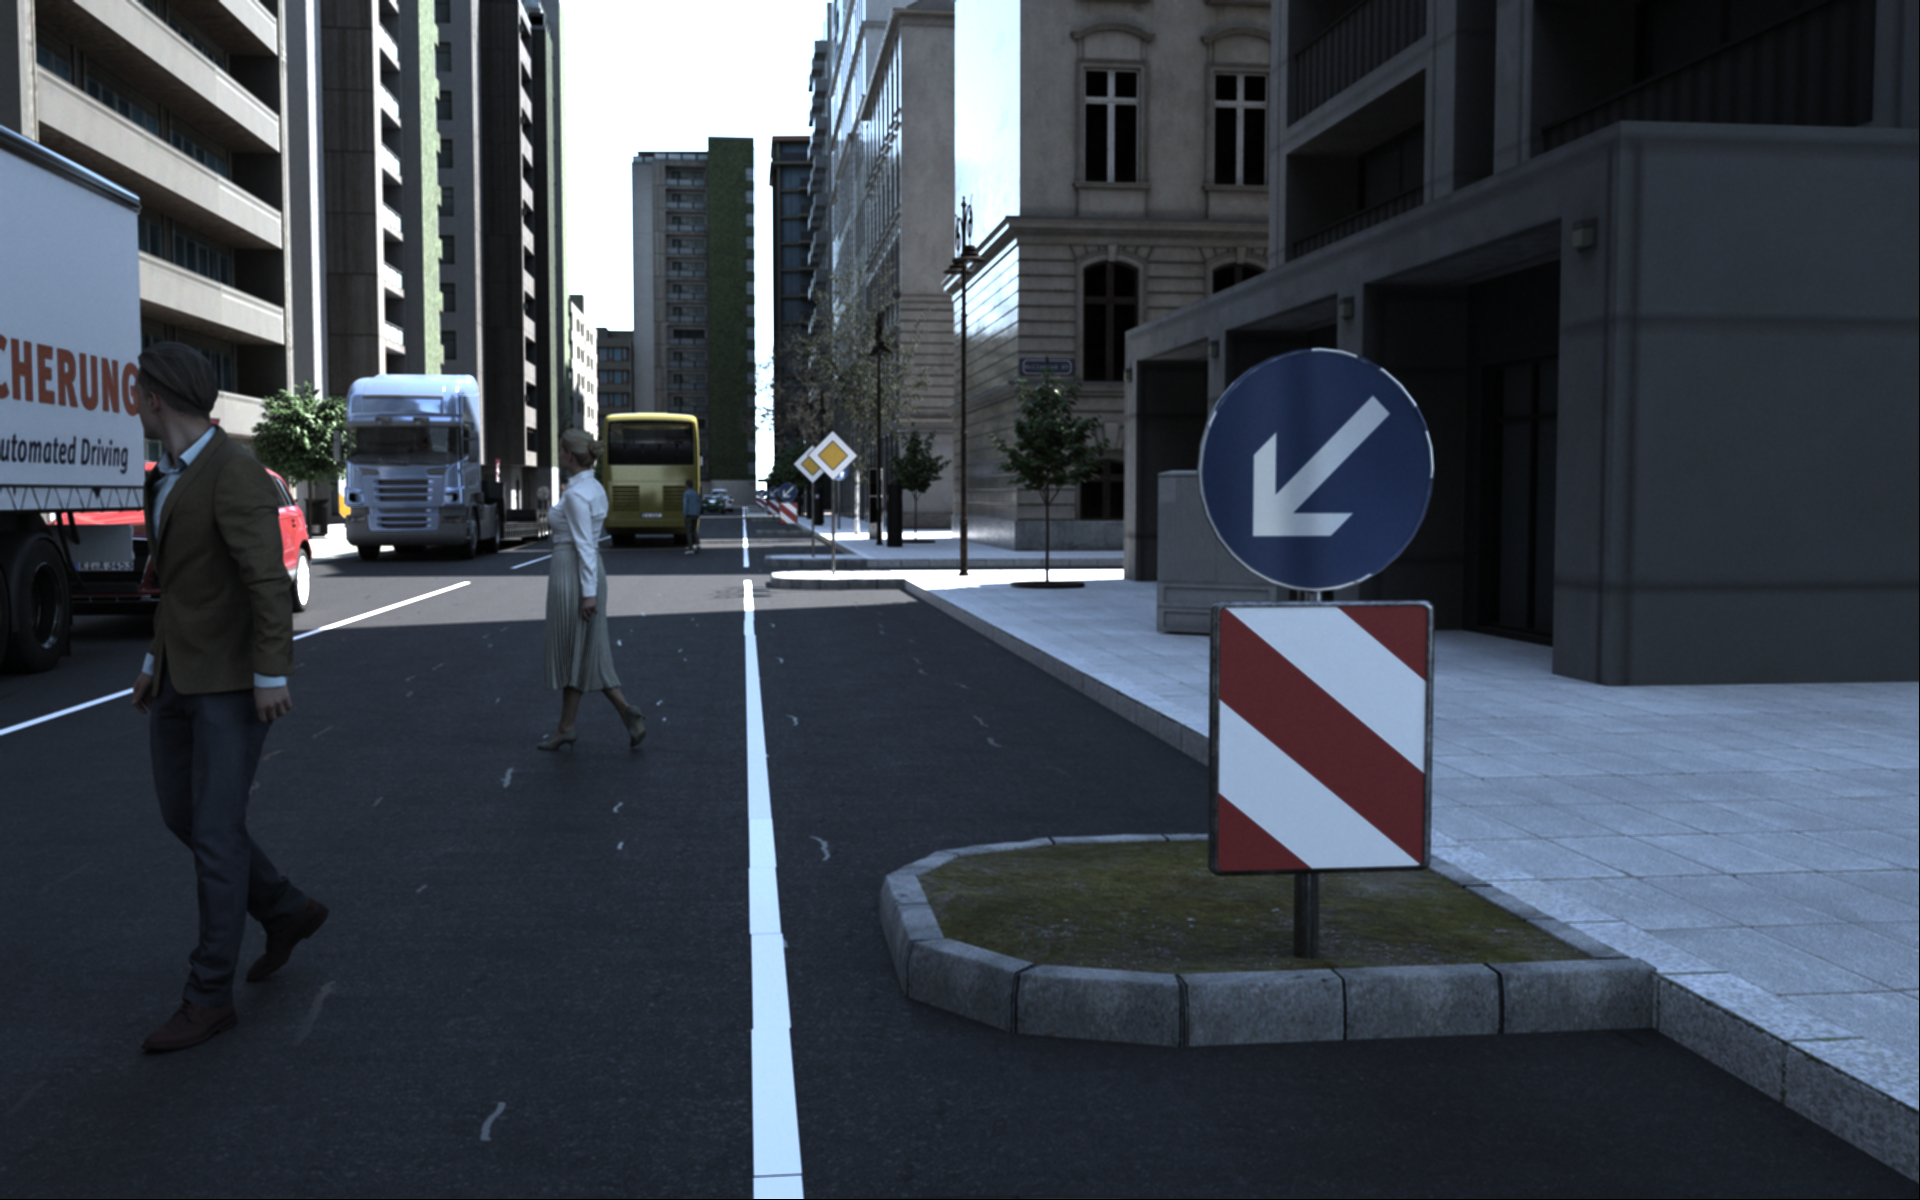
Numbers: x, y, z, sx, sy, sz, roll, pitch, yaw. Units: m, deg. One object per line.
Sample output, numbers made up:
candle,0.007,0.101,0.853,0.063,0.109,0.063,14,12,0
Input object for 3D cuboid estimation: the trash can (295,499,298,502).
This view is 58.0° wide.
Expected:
trash can,-17.791,-2.075,45.585,0.748,1.137,0.748,0,3,0

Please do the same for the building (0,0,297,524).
building,-30.744,-25.642,42.949,21.300,48.544,21.600,0,4,-7

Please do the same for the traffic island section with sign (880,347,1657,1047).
traffic island section with sign,0.771,0.194,5.464,1.989,1.847,2.006,0,4,-7

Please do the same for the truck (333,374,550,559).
truck,-12.830,-3.372,44.889,2.967,4.110,18.799,0,4,-8

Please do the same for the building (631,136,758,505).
building,-30.640,-31.623,200.633,14.086,41.232,14.154,0,4,-7

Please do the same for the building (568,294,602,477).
building,-50.760,-19.683,166.857,28.899,21.520,27.650,0,4,-7

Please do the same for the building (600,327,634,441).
building,-52.629,-21.946,203.856,28.899,21.520,27.650,0,4,-7

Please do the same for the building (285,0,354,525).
building,-31.113,-23.970,75.506,14.154,41.232,14.086,0,4,-7

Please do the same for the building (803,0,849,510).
building,-0.892,-50.440,137.370,22.319,86.520,31.000,0,4,-7

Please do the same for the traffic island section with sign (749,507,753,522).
traffic island section with sign,-9.584,-4.852,87.966,1.989,1.847,2.006,0,4,-7

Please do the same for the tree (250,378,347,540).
tree,-18.446,-3.995,49.036,4.285,4.588,4.351,0,3,0

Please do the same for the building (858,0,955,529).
building,1.322,-13.606,71.603,9.793,20.994,18.267,0,4,-7

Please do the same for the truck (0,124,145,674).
truck,-8.068,-1.316,10.433,2.839,4.237,11.283,0,4,-7

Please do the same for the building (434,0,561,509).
building,-30.805,-19.988,98.508,14.160,30.474,14.107,0,4,-7

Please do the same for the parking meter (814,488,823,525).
parking meter,-5.836,-3.846,71.288,0.372,1.533,0.369,0,3,0

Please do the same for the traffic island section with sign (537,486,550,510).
traffic island section with sign,-20.742,-4.757,86.406,1.989,1.847,2.006,0,4,-7

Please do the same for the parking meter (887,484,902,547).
parking meter,-1.591,-2.065,42.179,0.372,1.533,0.369,0,3,0

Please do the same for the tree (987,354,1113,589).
tree,1.097,-1.789,23.852,1.663,3.219,1.824,0,3,0

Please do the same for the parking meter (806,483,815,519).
parking meter,-7.706,-5.119,89.400,0.399,1.863,0.255,-3,5,-42

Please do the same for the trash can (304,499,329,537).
trash can,-19.352,-2.476,52.137,0.748,1.137,0.748,0,3,0

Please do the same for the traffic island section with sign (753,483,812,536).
traffic island section with sign,-6.115,-3.163,60.343,1.989,1.847,2.006,0,4,-7

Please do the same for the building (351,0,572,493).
building,-38.917,-27.773,137.680,14.154,41.232,14.086,0,4,-7

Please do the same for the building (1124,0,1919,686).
building,13.880,-35.283,15.136,20.563,71.187,20.611,0,4,-7

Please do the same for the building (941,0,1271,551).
building,17.395,-13.841,45.393,34.723,24.649,14.460,0,4,-7

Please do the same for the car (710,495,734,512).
car,-19.103,-7.714,138.483,2.083,1.381,4.827,-1,4,-8

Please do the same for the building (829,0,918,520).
building,-0.898,-19.478,95.964,11.434,29.767,29.804,0,4,-7

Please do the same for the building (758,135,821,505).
building,-9.739,-33.752,206.470,28.867,44.769,22.147,0,4,-7

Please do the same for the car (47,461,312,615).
car,-8.734,-0.656,19.406,2.281,1.827,5.304,-1,4,-9

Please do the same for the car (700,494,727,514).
car,-17.979,-6.972,125.793,2.131,1.459,4.920,-1,4,-9

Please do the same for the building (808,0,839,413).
building,-3.396,-33.642,169.650,23.786,49.044,30.456,0,4,-7
